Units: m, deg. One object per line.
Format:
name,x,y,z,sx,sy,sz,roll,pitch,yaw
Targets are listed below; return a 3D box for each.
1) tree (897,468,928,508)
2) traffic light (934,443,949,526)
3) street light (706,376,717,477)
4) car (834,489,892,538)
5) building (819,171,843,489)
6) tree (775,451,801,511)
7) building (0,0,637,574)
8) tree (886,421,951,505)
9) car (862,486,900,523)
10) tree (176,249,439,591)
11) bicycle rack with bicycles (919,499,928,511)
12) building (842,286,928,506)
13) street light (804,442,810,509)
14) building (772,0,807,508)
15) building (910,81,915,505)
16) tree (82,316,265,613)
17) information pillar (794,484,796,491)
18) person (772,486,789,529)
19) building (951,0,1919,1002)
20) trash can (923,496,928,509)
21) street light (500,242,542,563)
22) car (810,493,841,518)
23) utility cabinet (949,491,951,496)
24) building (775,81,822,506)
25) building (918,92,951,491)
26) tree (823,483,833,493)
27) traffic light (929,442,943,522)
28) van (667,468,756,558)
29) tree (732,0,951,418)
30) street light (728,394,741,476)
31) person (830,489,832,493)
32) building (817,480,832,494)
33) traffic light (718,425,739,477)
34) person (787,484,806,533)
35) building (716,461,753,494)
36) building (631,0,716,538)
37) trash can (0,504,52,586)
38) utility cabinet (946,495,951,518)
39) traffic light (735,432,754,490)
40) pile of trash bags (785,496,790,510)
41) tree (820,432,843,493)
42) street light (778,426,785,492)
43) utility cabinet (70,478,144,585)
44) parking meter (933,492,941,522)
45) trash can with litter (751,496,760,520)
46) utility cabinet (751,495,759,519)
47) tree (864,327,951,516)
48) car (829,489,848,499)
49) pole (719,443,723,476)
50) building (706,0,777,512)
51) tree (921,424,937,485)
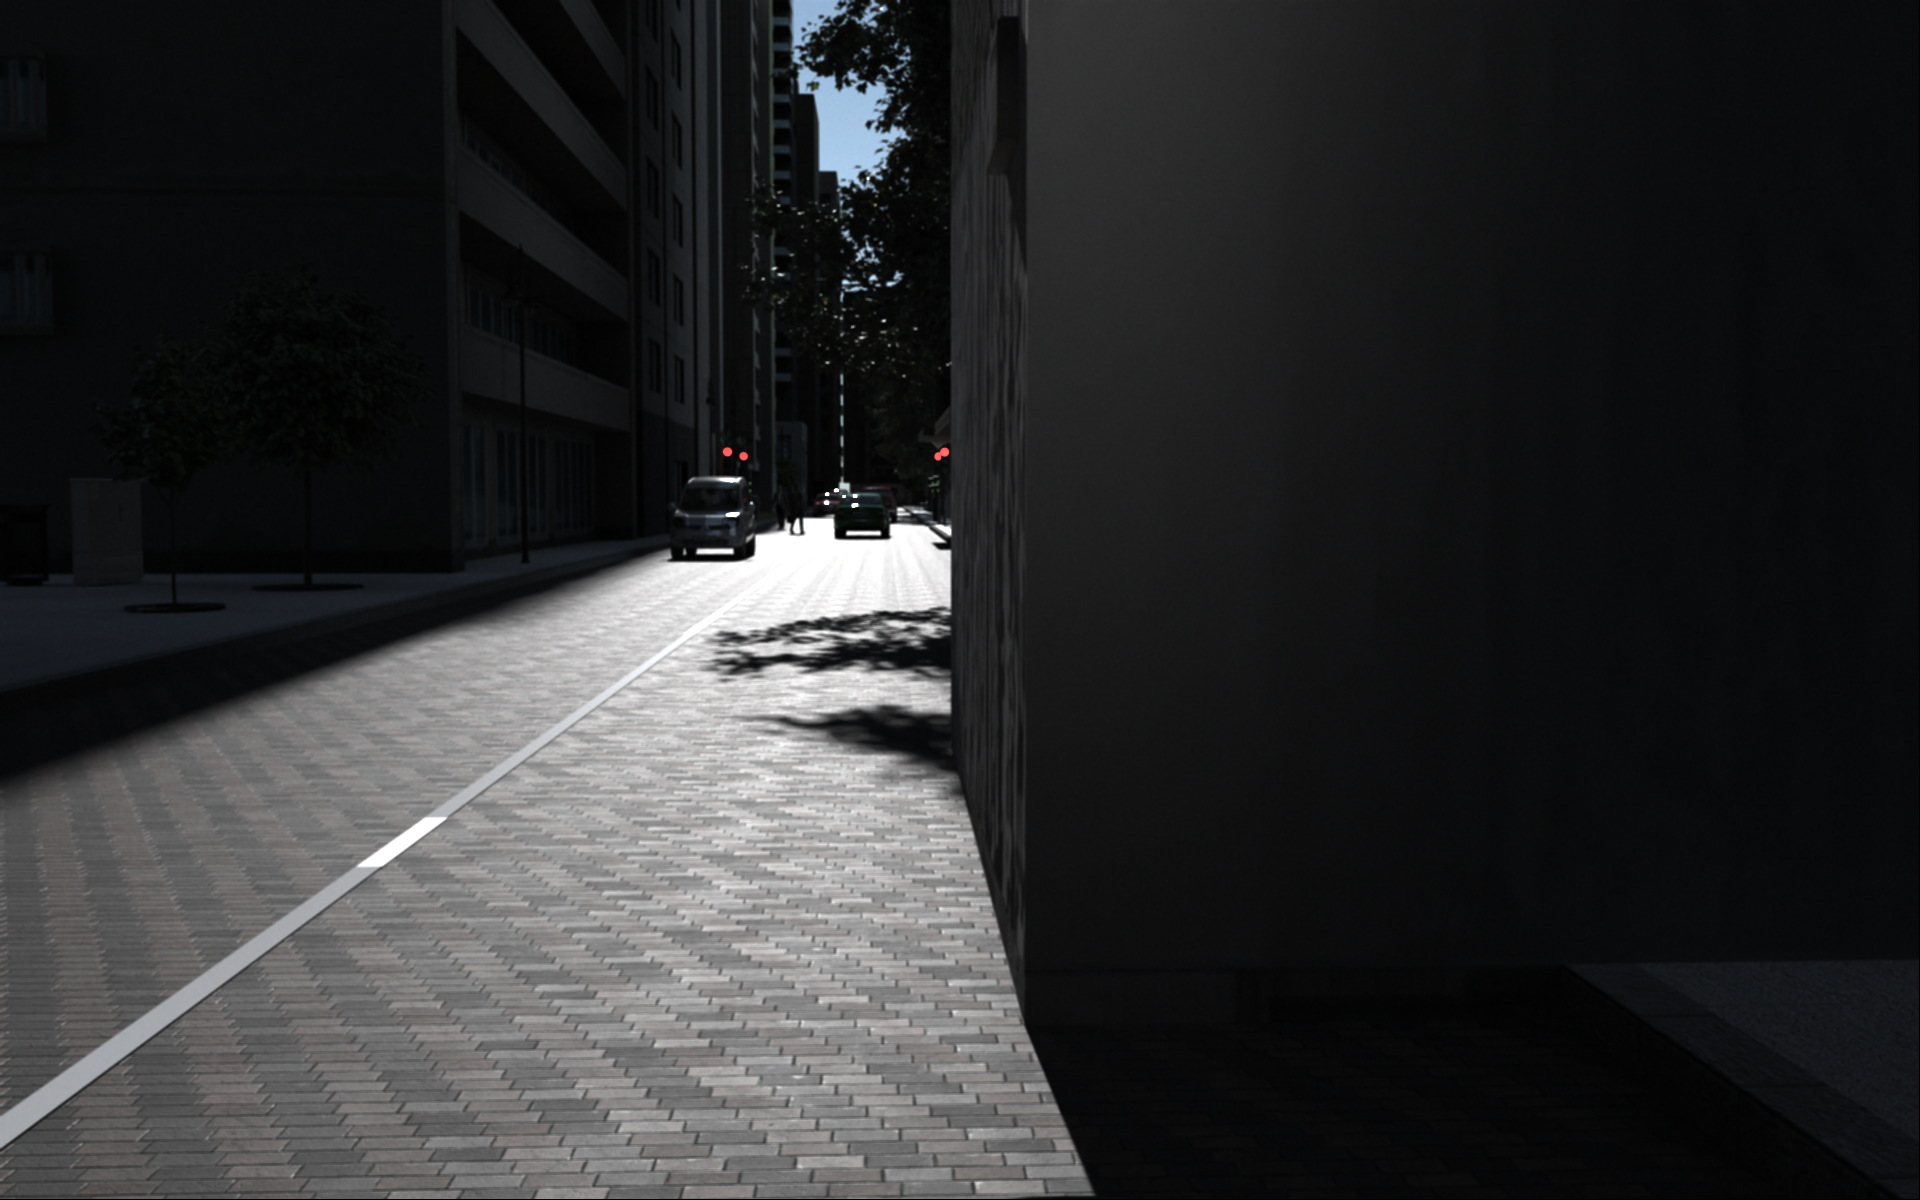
tree,-4.082,-10.617,157.308,4.285,4.588,4.351,0,3,0
traffic light,-0.652,-4.988,70.476,0.839,4.253,0.868,0,4,-2
street light,-9.808,-5.837,68.227,0.468,5.910,1.993,0,4,-2
car,-3.269,-3.029,58.328,1.959,1.807,4.718,0,4,-1
building,-27.720,-38.088,246.437,21.600,48.544,21.300,0,4,-2
tree,-13.798,-9.070,132.001,4.285,4.588,4.351,0,3,0
building,-19.313,-25.250,36.541,21.300,48.544,21.600,0,4,-2
tree,-3.410,-14.173,149.853,7.486,12.596,7.792,0,3,0
car,-4.217,-4.863,88.187,2.281,1.827,5.304,0,4,-2
tree,-8.790,-2.424,23.346,4.285,4.588,4.351,0,3,0
bicycle rack with bicycles,-1.785,-6.995,127.749,2.852,0.926,2.925,-2,4,-28
building,-9.540,-28.885,243.976,14.107,30.474,14.160,0,4,-2
street light,-13.344,-10.929,151.483,0.468,5.910,1.993,0,4,-2
building,-25.825,-52.207,166.262,22.319,86.520,31.000,0,4,-2
building,4.362,-41.167,215.080,21.231,58.520,28.212,0,4,-2
tree,-8.817,-1.496,19.060,1.663,3.219,1.824,0,3,0
information pillar,-11.559,-7.207,122.326,0.304,2.012,0.304,1,4,8
person,-7.337,-3.780,70.709,0.661,1.777,0.834,0,4,-3
building,6.886,-19.997,10.539,14.154,41.232,14.086,0,4,-2
trash can,-2.828,-8.227,146.170,0.748,1.137,0.748,0,3,0
street light,-8.083,-3.624,32.037,0.468,5.910,1.993,0,4,-2
car,-8.094,-5.948,106.294,2.155,1.783,4.494,0,4,-3
utility cabinet,-0.288,-6.561,115.958,1.173,1.500,0.318,2,4,23
building,-22.579,-33.035,190.240,14.600,45.320,14.200,0,4,-2
building,10.354,-35.666,172.377,28.713,52.752,27.495,0,4,-2
tree,-17.727,-14.435,230.605,1.663,3.219,1.824,0,3,0
traffic light,-1.001,-5.476,78.453,0.839,4.253,0.868,0,4,-2
van,-5.674,-2.016,39.979,2.013,2.044,4.112,0,4,-2
tree,1.949,-6.623,25.292,9.611,12.733,9.660,0,3,0
street light,-10.193,-6.452,78.282,0.468,5.910,1.993,0,4,-2
person,-9.236,-7.082,124.690,0.834,1.777,0.661,-1,4,-23
building,-30.877,-34.377,216.694,28.867,44.769,22.147,0,4,-2
traffic light,-9.355,-4.964,70.082,0.839,4.253,0.868,0,4,-2
person,-5.926,-3.336,63.150,0.694,1.812,0.767,-2,4,-31
building,-27.927,-24.587,93.882,32.217,40.220,23.993,0,4,-2
building,-19.868,-37.927,58.364,20.611,71.187,20.563,0,4,-2
trash can,-13.112,-0.770,24.242,0.748,1.137,0.748,0,3,0
utility cabinet,-0.570,-5.026,93.343,0.306,1.237,1.020,0,4,3
traffic light,-9.703,-5.452,78.059,0.839,4.253,0.868,0,4,-2
pile of trash bags,-14.288,-7.918,139.209,1.912,1.369,3.447,2,4,26
tree,-15.684,-15.392,202.021,4.737,8.622,4.395,0,3,0
street light,-11.807,-8.695,114.950,0.468,5.910,1.993,0,4,-2
utility cabinet,-12.049,-0.968,24.509,0.318,1.500,1.173,0,4,7
parking meter,-1.078,-4.436,80.935,0.372,1.533,0.369,0,3,0
trash can with litter,-10.326,-4.600,86.595,0.624,1.170,1.055,0,4,-1
utility cabinet,-10.830,-4.744,88.720,1.020,1.237,0.306,-2,4,-29
tree,-1.984,-13.166,121.922,9.857,13.997,8.962,0,3,0
car,-9.806,-8.011,139.660,2.281,1.827,5.304,0,4,-4
pole,-9.466,-4.574,68.630,0.158,3.312,0.155,0,3,0
building,-20.428,-26.764,121.192,14.154,41.232,14.086,0,4,-2
tree,-1.902,-11.041,130.887,4.737,8.622,4.395,0,3,0
